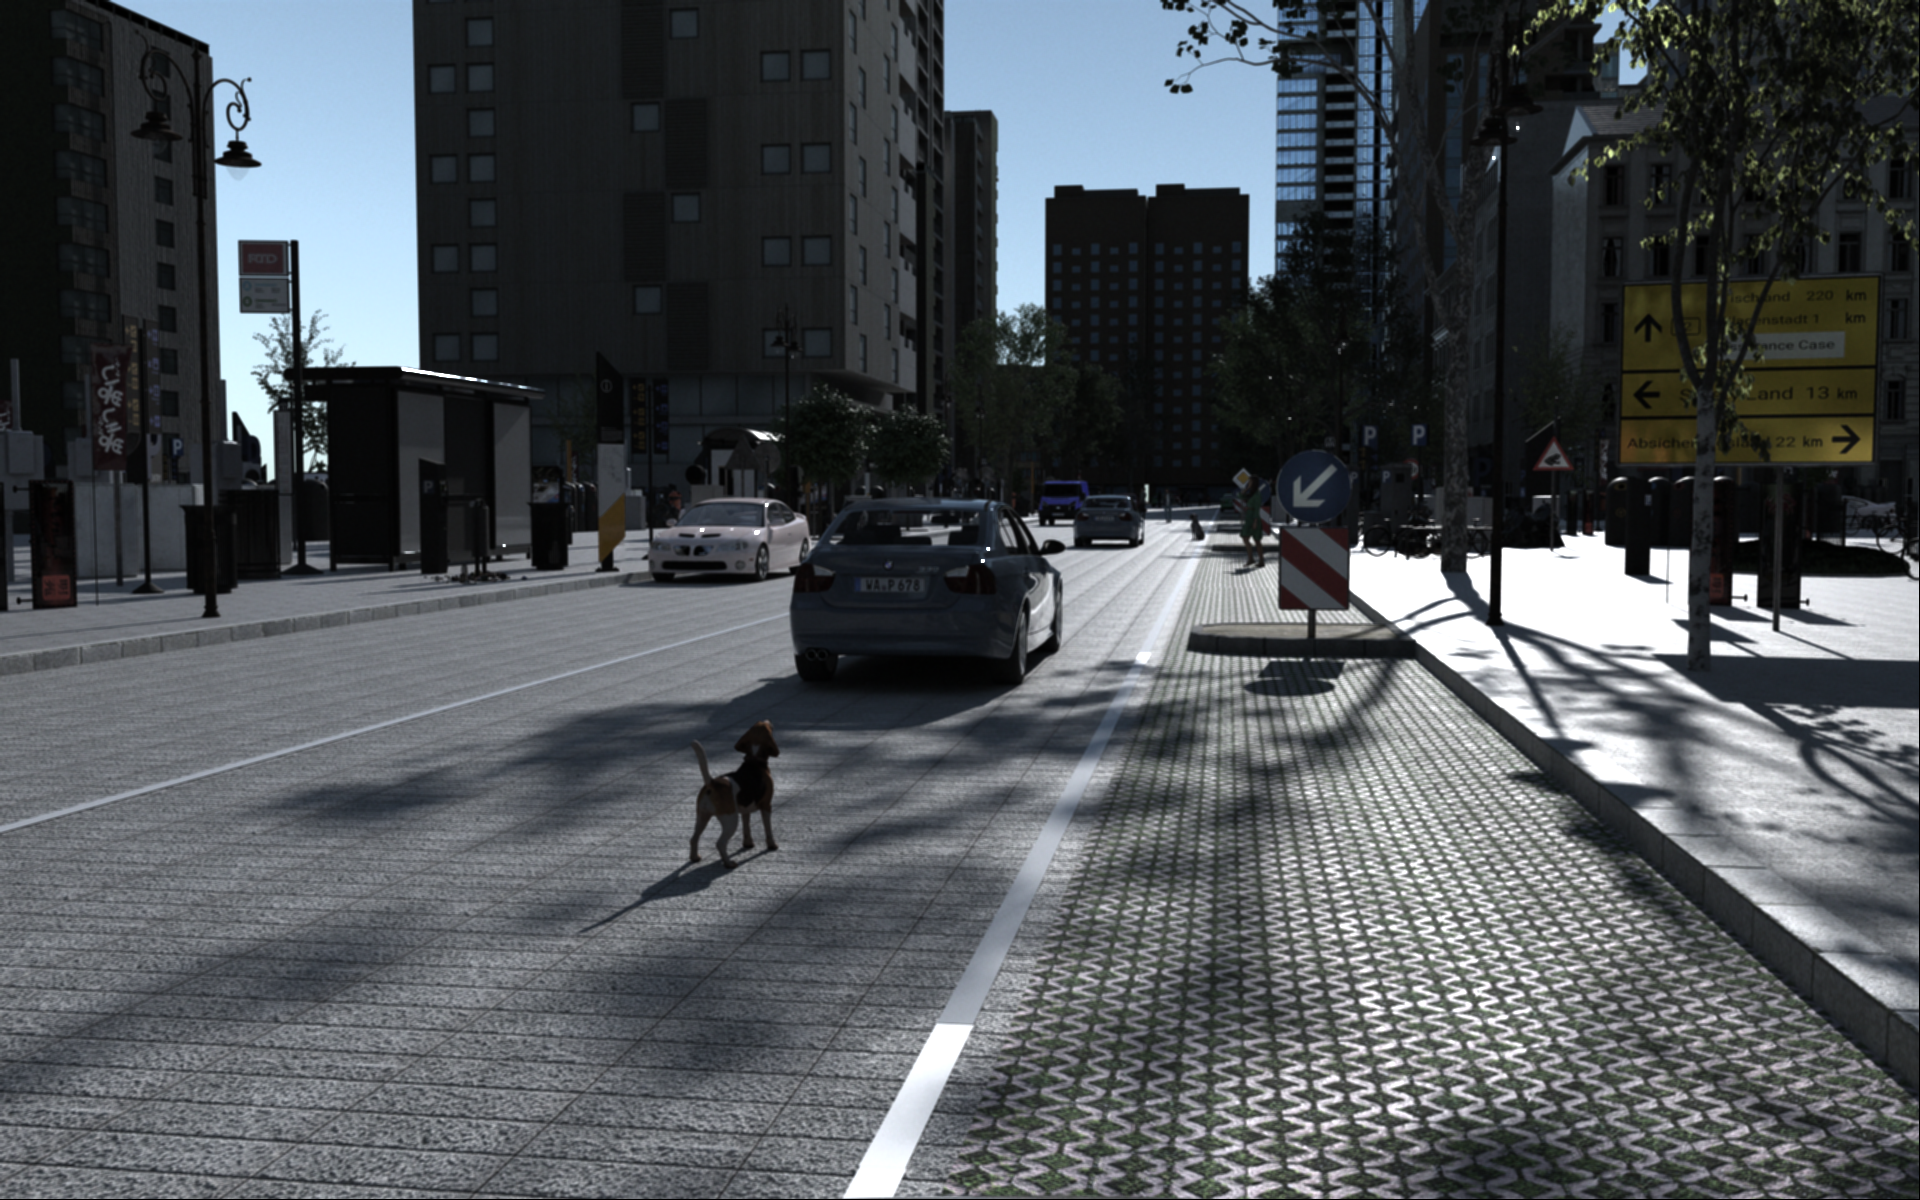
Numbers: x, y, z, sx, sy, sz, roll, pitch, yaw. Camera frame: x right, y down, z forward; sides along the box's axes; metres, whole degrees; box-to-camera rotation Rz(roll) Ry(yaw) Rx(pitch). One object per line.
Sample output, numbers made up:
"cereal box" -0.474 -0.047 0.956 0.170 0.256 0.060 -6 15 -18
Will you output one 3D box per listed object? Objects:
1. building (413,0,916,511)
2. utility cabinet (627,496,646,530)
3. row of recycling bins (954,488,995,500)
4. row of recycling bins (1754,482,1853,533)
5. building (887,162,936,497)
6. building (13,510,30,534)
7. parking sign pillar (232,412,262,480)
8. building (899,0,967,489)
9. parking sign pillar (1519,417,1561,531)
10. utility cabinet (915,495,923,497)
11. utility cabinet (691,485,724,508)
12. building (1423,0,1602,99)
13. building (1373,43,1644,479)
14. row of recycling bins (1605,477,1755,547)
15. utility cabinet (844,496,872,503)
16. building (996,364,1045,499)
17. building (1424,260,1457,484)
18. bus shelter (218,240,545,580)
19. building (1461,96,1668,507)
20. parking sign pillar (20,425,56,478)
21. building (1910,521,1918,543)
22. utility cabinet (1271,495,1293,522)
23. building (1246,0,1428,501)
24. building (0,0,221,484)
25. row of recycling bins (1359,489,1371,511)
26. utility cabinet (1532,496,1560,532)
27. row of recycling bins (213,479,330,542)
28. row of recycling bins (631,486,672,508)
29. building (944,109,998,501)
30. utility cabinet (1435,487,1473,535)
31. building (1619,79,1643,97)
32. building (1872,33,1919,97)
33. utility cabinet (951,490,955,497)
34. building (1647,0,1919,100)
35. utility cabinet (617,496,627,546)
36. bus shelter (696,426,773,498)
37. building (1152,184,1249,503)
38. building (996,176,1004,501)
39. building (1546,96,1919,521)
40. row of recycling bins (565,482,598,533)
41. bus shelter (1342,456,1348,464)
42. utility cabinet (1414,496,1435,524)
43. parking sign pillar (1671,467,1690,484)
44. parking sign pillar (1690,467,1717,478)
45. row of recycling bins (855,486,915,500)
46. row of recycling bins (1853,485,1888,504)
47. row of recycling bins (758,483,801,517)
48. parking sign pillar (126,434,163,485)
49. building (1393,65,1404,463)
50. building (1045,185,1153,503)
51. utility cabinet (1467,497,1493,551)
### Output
"building" -18.050 -32.229 116.177 28.713 52.752 27.495 1 4 9
"utility cabinet" -11.639 -3.092 61.712 1.020 1.237 0.306 3 4 37
"row of recycling bins" 0.800 -7.218 125.128 3.534 1.692 1.069 0 4 6
"row of recycling bins" 27.468 -3.071 57.320 3.534 1.692 1.069 0 4 -7
"building" -10.120 -22.863 145.507 14.160 30.474 14.107 1 4 9
"building" -39.229 -21.422 42.132 23.993 40.220 32.217 1 4 9
"parking sign pillar" -23.613 -4.217 57.419 1.447 3.967 1.447 0 4 -1
"building" -10.125 -44.272 162.091 20.563 71.187 20.611 1 4 9
"parking sign pillar" 20.266 -4.407 60.528 1.447 3.967 1.447 -1 4 -12
"utility cabinet" -2.229 -5.028 93.369 0.306 1.237 1.020 1 4 14
"utility cabinet" -5.995 -1.991 41.238 0.318 1.500 1.173 -2 4 -35
"building" 47.645 -30.801 153.711 14.600 45.320 14.200 1 4 9
"building" 58.196 -34.821 188.927 23.786 49.044 30.456 1 4 9
"row of recycling bins" 17.453 -2.165 42.504 1.069 1.692 3.534 -2 4 -34
"utility cabinet" -3.798 -3.261 64.476 1.020 1.237 0.306 0 4 -5
"building" -0.224 -25.657 264.537 28.899 21.520 27.650 1 4 9
"building" 42.928 -18.215 133.976 11.583 22.565 21.152 1 4 9
"bus shelter" -9.918 -3.203 29.998 2.179 5.291 8.768 1 4 9
"building" 40.185 -18.077 113.585 12.078 24.808 19.932 1 4 9
"parking sign pillar" -34.234 -4.627 64.126 1.447 3.967 1.447 3 5 45
"building" 33.213 -29.985 32.261 21.231 58.520 28.212 1 4 9
"utility cabinet" 14.677 -4.144 78.916 1.020 1.237 0.306 -2 4 -24
"building" 57.401 -57.349 250.331 31.000 86.520 22.319 1 4 9
"building" -54.420 -20.267 103.073 14.107 30.474 14.160 1 4 9
"row of recycling bins" 30.977 -7.820 134.966 3.534 1.692 1.069 -3 5 -42
"utility cabinet" 18.998 -2.754 56.192 0.306 1.237 1.020 -1 4 -19
"row of recycling bins" -18.780 -2.415 46.592 3.534 1.692 1.069 -3 5 -42
"row of recycling bins" -16.620 -5.209 92.273 1.069 1.692 3.534 2 4 28
"building" -3.949 -30.384 180.370 14.154 41.232 14.086 1 4 9
"utility cabinet" 15.489 -2.792 54.330 1.173 1.500 0.318 -1 4 -18
"building" 87.930 -43.079 246.338 28.212 58.520 21.231 1 4 9
"building" 66.465 -17.355 88.262 34.151 26.468 19.350 1 4 9
"utility cabinet" -0.122 -5.957 106.083 0.318 1.500 1.173 -3 4 -38
"building" 91.399 -39.525 188.238 28.212 58.520 21.231 1 4 9
"utility cabinet" -8.569 -1.932 42.742 0.306 1.237 1.020 0 4 5
"bus shelter" -6.489 -3.712 54.612 2.014 3.302 5.546 1 4 9
"building" 34.642 -36.830 252.274 14.200 45.320 14.600 1 4 9
"building" -9.140 -33.574 203.555 28.867 44.769 22.147 1 4 9
"building" 39.798 -14.574 87.438 18.267 20.994 9.793 1 4 9
"row of recycling bins" -12.990 -3.175 59.020 1.069 1.692 3.534 1 4 11
"bus shelter" 22.122 -6.857 103.388 1.731 3.624 6.357 1 4 9
"utility cabinet" 19.854 -3.819 73.607 1.020 1.237 0.306 0 4 -2
"parking sign pillar" 47.663 -7.808 116.129 1.447 3.967 1.447 -2 4 -30
"parking sign pillar" 54.560 -8.514 127.676 1.447 3.967 1.447 0 4 1
"row of recycling bins" -4.010 -5.192 92.006 3.534 1.692 1.069 2 4 25
"row of recycling bins" 41.250 -4.395 78.977 3.534 1.692 1.069 -3 4 -38
"row of recycling bins" -7.037 -3.570 65.489 3.534 1.692 1.069 2 4 30
"parking sign pillar" -19.829 -3.281 42.122 1.447 3.967 1.447 0 4 -6
"building" 49.947 -31.657 167.698 14.600 45.320 14.200 1 4 9
"building" 20.219 -36.891 253.281 14.200 45.320 14.600 1 4 9
"utility cabinet" 11.777 -1.724 39.353 0.306 1.237 1.020 -1 4 -10
